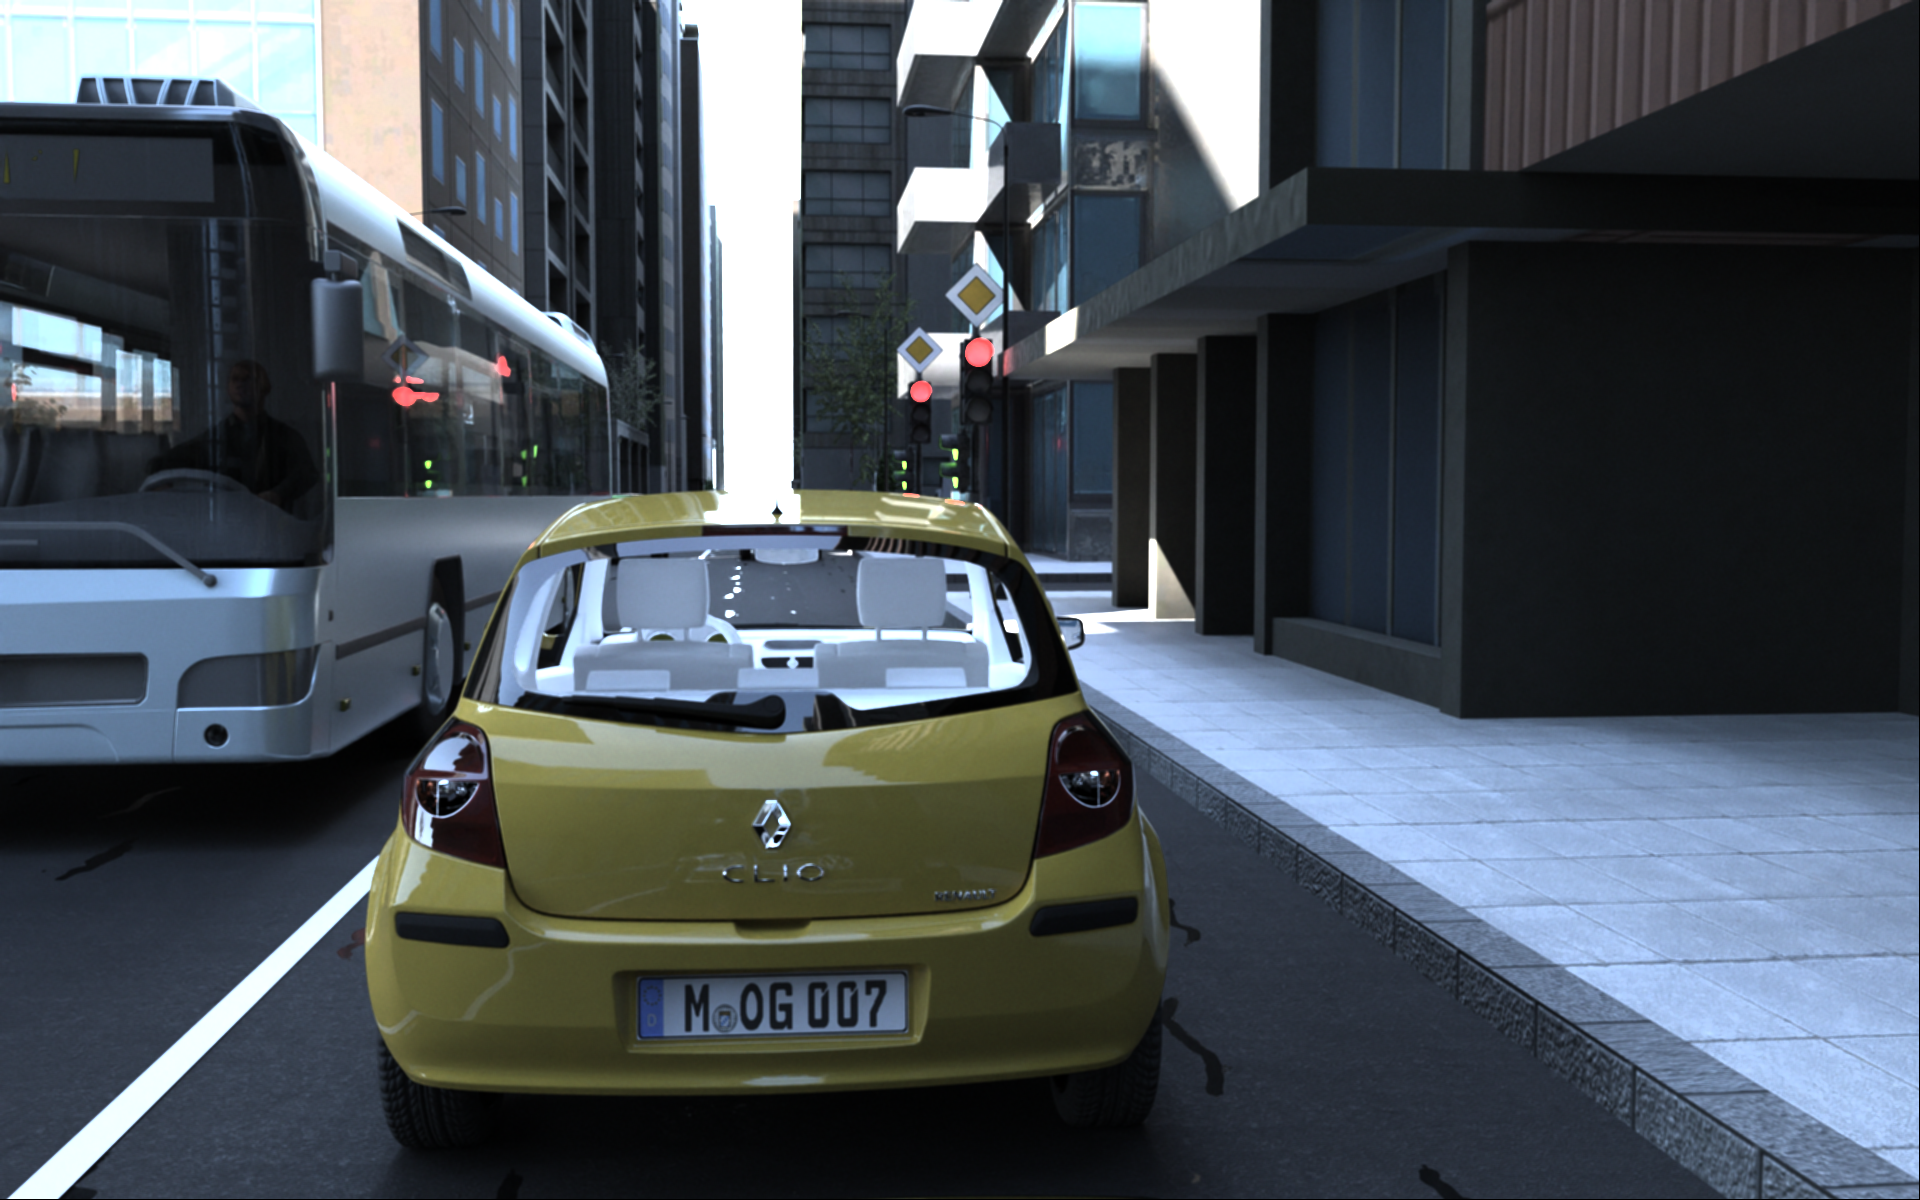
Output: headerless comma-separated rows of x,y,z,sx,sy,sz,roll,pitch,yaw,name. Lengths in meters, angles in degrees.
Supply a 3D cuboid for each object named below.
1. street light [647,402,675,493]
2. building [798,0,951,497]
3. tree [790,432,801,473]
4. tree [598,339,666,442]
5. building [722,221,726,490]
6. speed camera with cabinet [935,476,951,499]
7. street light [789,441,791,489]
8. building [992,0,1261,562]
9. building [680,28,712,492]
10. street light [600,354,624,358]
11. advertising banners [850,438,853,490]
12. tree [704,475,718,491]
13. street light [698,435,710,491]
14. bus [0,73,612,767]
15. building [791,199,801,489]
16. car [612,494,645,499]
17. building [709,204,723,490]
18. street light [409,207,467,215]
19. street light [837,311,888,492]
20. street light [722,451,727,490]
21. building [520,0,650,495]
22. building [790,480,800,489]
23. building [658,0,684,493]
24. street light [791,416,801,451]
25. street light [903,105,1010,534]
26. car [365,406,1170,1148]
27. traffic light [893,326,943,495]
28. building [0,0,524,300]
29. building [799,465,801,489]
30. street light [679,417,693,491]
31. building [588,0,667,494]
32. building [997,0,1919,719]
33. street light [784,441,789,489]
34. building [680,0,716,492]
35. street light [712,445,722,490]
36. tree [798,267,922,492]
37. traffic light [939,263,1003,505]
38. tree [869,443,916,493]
-15.127,-7.000,86.994,1.470,5.913,1.316,0,4,-6,street light
0.723,-23.472,67.369,14.154,41.232,14.086,0,4,-6,building
-16.956,-14.881,193.663,4.360,8.622,3.978,0,3,0,tree
-15.881,-8.009,81.308,4.360,8.622,3.978,0,3,0,tree
-41.391,-34.711,251.114,14.154,41.232,14.086,0,4,-6,building
-0.418,-3.789,56.280,0.660,3.252,2.038,0,4,-7,speed camera with cabinet
-11.042,-9.095,121.243,1.470,5.913,1.316,0,4,-6,street light
13.664,-25.837,42.042,30.456,49.044,23.786,0,4,-6,building
-31.867,-31.667,167.864,14.600,45.320,14.200,0,4,-6,building
-11.865,-5.207,57.668,1.470,5.913,1.316,0,4,-6,street light
-3.293,-3.437,52.379,0.090,3.025,2.074,0,4,-4,advertising banners
-25.887,-11.313,179.568,1.663,3.219,1.824,0,3,0,tree
-20.486,-9.941,135.069,1.470,5.913,1.316,0,4,-6,street light
-4.447,-1.072,12.388,2.948,3.499,13.247,0,4,-6,bus
-17.882,-37.045,255.800,14.600,45.320,14.200,0,4,-6,building
-7.267,-1.565,37.389,2.131,1.459,4.920,0,4,-7,car
-40.269,-33.827,236.662,14.154,41.232,14.086,0,4,-6,building
-8.676,-3.400,28.135,1.470,5.913,1.316,0,4,-6,street light
-2.429,-4.382,44.183,1.470,5.913,1.316,0,4,-6,street light
-26.205,-13.109,186.875,1.470,5.913,1.316,0,4,-6,street light
-22.398,-38.234,63.376,20.563,71.187,20.611,0,4,-6,building
-6.991,-33.389,237.792,32.217,40.220,23.993,0,4,-6,building
-29.816,-35.030,114.742,21.231,58.520,28.212,0,4,-6,building
-9.169,-8.003,103.398,1.470,5.913,1.316,0,4,-6,street light
0.016,-2.960,20.931,1.470,5.913,1.316,0,4,-6,street light
-0.530,0.302,5.282,2.015,1.641,3.980,0,4,-5,car
-0.701,-2.460,29.138,0.839,4.253,0.868,0,4,-6,traffic light
-18.125,-23.793,39.124,14.600,45.320,14.200,0,4,-6,building
-2.601,-42.852,138.875,20.563,71.187,20.611,0,4,-6,building
-16.993,-8.078,104.614,1.470,5.913,1.316,0,4,-6,street light
-23.385,-19.637,92.769,14.160,30.474,14.107,0,4,-6,building
12.682,-21.560,7.132,22.147,44.769,28.867,0,4,-6,building
-14.284,-10.889,150.582,1.470,5.913,1.316,0,4,-6,street light
-41.368,-55.037,212.521,22.319,86.520,31.000,0,4,-6,building
-23.640,-11.741,164.512,1.470,5.913,1.316,0,4,-6,street light
-2.992,-6.428,55.467,4.737,8.622,4.395,0,3,0,tree
0.176,-1.974,21.201,0.839,4.253,0.868,0,4,-6,traffic light
-2.550,-3.950,59.185,1.663,3.219,1.824,0,3,0,tree
